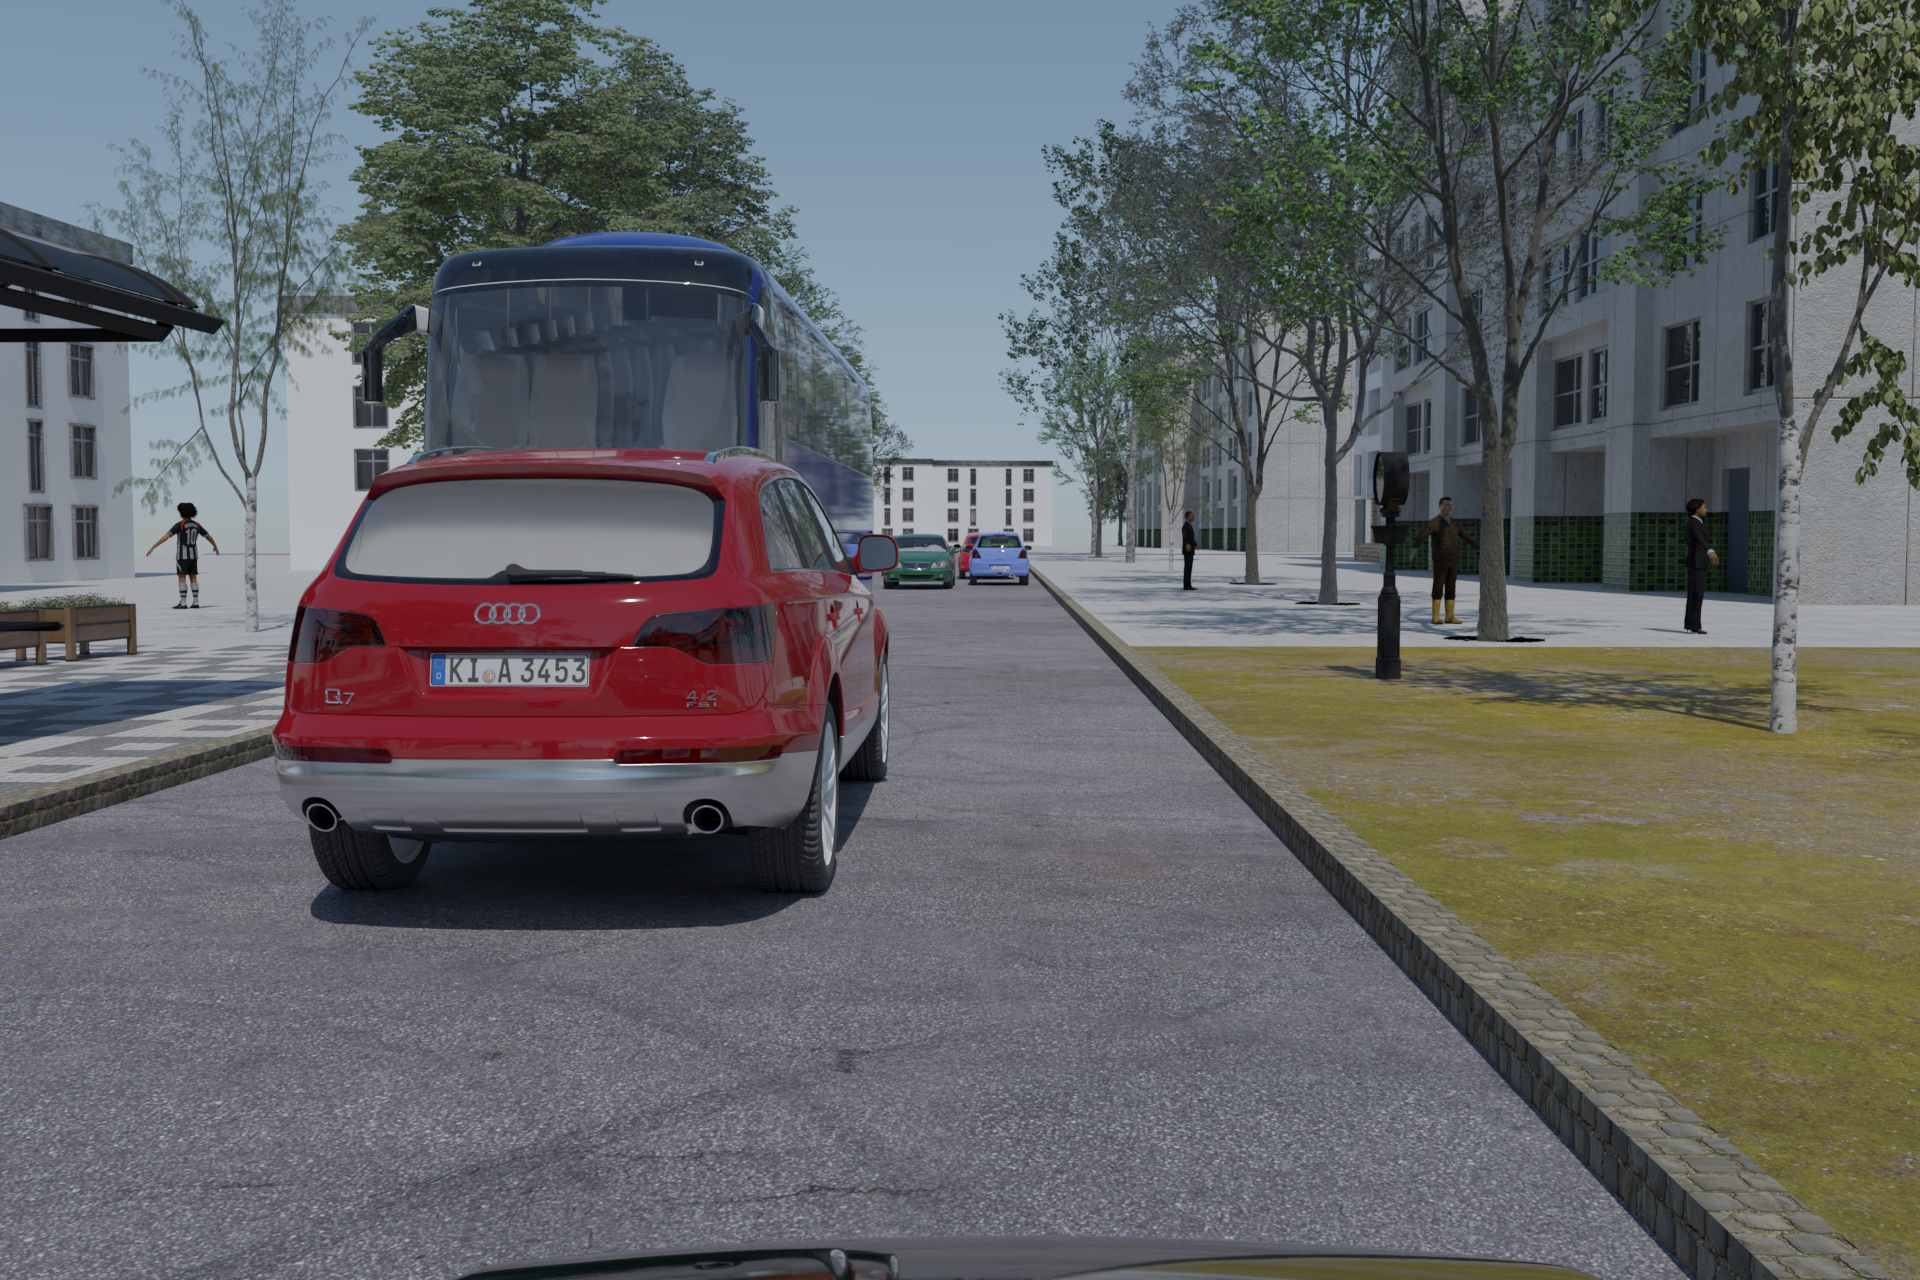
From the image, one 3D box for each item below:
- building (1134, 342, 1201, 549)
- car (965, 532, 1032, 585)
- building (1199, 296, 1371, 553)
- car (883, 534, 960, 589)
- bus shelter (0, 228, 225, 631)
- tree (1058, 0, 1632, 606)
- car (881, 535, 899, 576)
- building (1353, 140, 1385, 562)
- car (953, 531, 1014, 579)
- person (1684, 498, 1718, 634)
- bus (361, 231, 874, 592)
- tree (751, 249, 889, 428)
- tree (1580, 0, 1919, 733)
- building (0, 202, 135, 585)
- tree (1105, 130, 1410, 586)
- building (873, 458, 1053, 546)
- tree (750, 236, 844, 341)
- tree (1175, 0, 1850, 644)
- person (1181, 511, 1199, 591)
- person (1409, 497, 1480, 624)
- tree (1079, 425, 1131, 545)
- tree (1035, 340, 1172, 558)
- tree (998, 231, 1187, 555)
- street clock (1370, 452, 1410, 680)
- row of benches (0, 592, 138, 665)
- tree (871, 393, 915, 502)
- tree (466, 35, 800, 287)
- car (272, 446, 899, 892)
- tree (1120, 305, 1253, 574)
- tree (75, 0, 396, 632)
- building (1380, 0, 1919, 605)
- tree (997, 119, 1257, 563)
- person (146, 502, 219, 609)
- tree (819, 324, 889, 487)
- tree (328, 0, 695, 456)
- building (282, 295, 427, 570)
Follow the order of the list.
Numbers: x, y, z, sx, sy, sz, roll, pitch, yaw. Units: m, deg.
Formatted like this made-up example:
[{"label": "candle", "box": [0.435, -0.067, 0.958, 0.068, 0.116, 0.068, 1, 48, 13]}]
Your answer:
[{"label": "building", "box": [26.387, -18.454, 168.178, 16.747, 18.905, 31.486, 0, 4, 1]}, {"label": "car", "box": [1.103, -2.444, 49.552, 1.945, 1.707, 3.694, 0, 4, 0]}, {"label": "building", "box": [29.072, -16.427, 135.038, 16.747, 18.905, 31.486, 0, 4, 1]}, {"label": "car", "box": [-1.063, -2.132, 46.662, 2.131, 1.459, 4.920, 0, 4, 1]}, {"label": "bus shelter", "box": [-6.533, -0.993, 10.153, 2.014, 3.302, 5.546, 0, 4, 2]}, {"label": "tree", "box": [6.800, -7.384, 31.095, 12.009, 13.543, 11.850, 0, 3, 0]}, {"label": "car", "box": [-1.793, -2.992, 60.929, 2.014, 1.417, 4.499, 0, 4, 1]}, {"label": "building", "box": [23.953, -13.758, 81.359, 16.016, 20.090, 11.380, 0, 4, 1]}, {"label": "car", "box": [0.849, -2.897, 56.407, 2.155, 1.783, 4.494, 0, 4, 0]}, {"label": "person", "box": [9.544, -0.950, 22.260, 0.721, 1.740, 1.216, 1, 4, 12]}, {"label": "bus", "box": [-2.578, -1.620, 18.029, 2.896, 3.916, 12.251, 0, 4, 1]}, {"label": "tree", "box": [-8.049, -10.022, 74.231, 12.009, 13.543, 11.850, 0, 3, 0]}, {"label": "tree", "box": [5.515, -3.697, 10.807, 4.737, 8.622, 4.395, 0, 3, 0]}, {"label": "building", "box": [-25.241, -5.766, 36.423, 9.099, 9.664, 28.070, 0, 4, 2]}, {"label": "tree", "box": [7.412, -7.207, 43.597, 9.928, 11.665, 9.643, 0, 3, 0]}, {"label": "building", "box": [-3.536, -15.231, 193.627, 28.070, 9.664, 9.099, 0, 4, -7]}, {"label": "tree", "box": [-7.831, -8.283, 61.176, 9.928, 11.665, 9.643, 0, 3, 0]}, {"label": "tree", "box": [6.430, -5.800, 20.584, 9.928, 11.665, 9.643, 0, 3, 0]}, {"label": "person", "box": [5.236, -2.032, 39.456, 0.704, 1.802, 1.346, 1, 4, 16]}, {"label": "person", "box": [6.913, -1.131, 24.624, 1.346, 1.812, 0.704, -1, 4, -22]}, {"label": "tree", "box": [18.180, -17.624, 194.807, 9.857, 13.997, 8.962, 0, 3, 0]}, {"label": "tree", "box": [7.553, -10.231, 93.036, 9.928, 11.665, 9.643, 0, 3, 0]}, {"label": "tree", "box": [8.222, -15.400, 107.680, 12.611, 20.169, 13.585, 0, 3, 0]}, {"label": "street clock", "box": [3.794, -0.656, 15.293, 0.358, 2.002, 0.471, 0, 4, 2]}, {"label": "row of benches", "box": [-9.332, -0.068, 16.582, 1.422, 0.672, 4.104, 1, 4, 9]}, {"label": "tree", "box": [-7.172, -10.431, 104.952, 8.767, 10.594, 7.601, -1, 4, -13]}, {"label": "tree", "box": [-8.778, -8.531, 46.134, 9.857, 13.997, 8.962, 0, 3, 0]}, {"label": "car", "box": [-1.479, 0.011, 8.488, 2.281, 1.827, 5.304, 0, 4, 2]}, {"label": "tree", "box": [6.758, -6.453, 55.869, 4.360, 8.622, 3.978, 0, 3, 0]}, {"label": "tree", "box": [-9.169, -4.392, 22.167, 4.360, 8.622, 3.978, 0, 3, 0]}, {"label": "building", "box": [23.373, -10.998, 46.280, 16.747, 18.905, 31.486, 0, 4, 1]}, {"label": "tree", "box": [8.110, -13.568, 77.729, 12.611, 20.169, 13.585, 0, 3, 0]}, {"label": "person", "box": [-13.256, -1.439, 29.668, 0.704, 1.843, 1.345, 2, 4, 32]}, {"label": "tree", "box": [-7.628, -10.759, 94.040, 7.486, 12.596, 7.792, 0, 3, 0]}, {"label": "tree", "box": [-8.598, -7.063, 33.603, 7.486, 12.596, 7.792, 0, 3, 0]}, {"label": "building", "box": [-22.832, -8.133, 75.115, 9.099, 9.664, 28.070, 0, 4, 1]}]
